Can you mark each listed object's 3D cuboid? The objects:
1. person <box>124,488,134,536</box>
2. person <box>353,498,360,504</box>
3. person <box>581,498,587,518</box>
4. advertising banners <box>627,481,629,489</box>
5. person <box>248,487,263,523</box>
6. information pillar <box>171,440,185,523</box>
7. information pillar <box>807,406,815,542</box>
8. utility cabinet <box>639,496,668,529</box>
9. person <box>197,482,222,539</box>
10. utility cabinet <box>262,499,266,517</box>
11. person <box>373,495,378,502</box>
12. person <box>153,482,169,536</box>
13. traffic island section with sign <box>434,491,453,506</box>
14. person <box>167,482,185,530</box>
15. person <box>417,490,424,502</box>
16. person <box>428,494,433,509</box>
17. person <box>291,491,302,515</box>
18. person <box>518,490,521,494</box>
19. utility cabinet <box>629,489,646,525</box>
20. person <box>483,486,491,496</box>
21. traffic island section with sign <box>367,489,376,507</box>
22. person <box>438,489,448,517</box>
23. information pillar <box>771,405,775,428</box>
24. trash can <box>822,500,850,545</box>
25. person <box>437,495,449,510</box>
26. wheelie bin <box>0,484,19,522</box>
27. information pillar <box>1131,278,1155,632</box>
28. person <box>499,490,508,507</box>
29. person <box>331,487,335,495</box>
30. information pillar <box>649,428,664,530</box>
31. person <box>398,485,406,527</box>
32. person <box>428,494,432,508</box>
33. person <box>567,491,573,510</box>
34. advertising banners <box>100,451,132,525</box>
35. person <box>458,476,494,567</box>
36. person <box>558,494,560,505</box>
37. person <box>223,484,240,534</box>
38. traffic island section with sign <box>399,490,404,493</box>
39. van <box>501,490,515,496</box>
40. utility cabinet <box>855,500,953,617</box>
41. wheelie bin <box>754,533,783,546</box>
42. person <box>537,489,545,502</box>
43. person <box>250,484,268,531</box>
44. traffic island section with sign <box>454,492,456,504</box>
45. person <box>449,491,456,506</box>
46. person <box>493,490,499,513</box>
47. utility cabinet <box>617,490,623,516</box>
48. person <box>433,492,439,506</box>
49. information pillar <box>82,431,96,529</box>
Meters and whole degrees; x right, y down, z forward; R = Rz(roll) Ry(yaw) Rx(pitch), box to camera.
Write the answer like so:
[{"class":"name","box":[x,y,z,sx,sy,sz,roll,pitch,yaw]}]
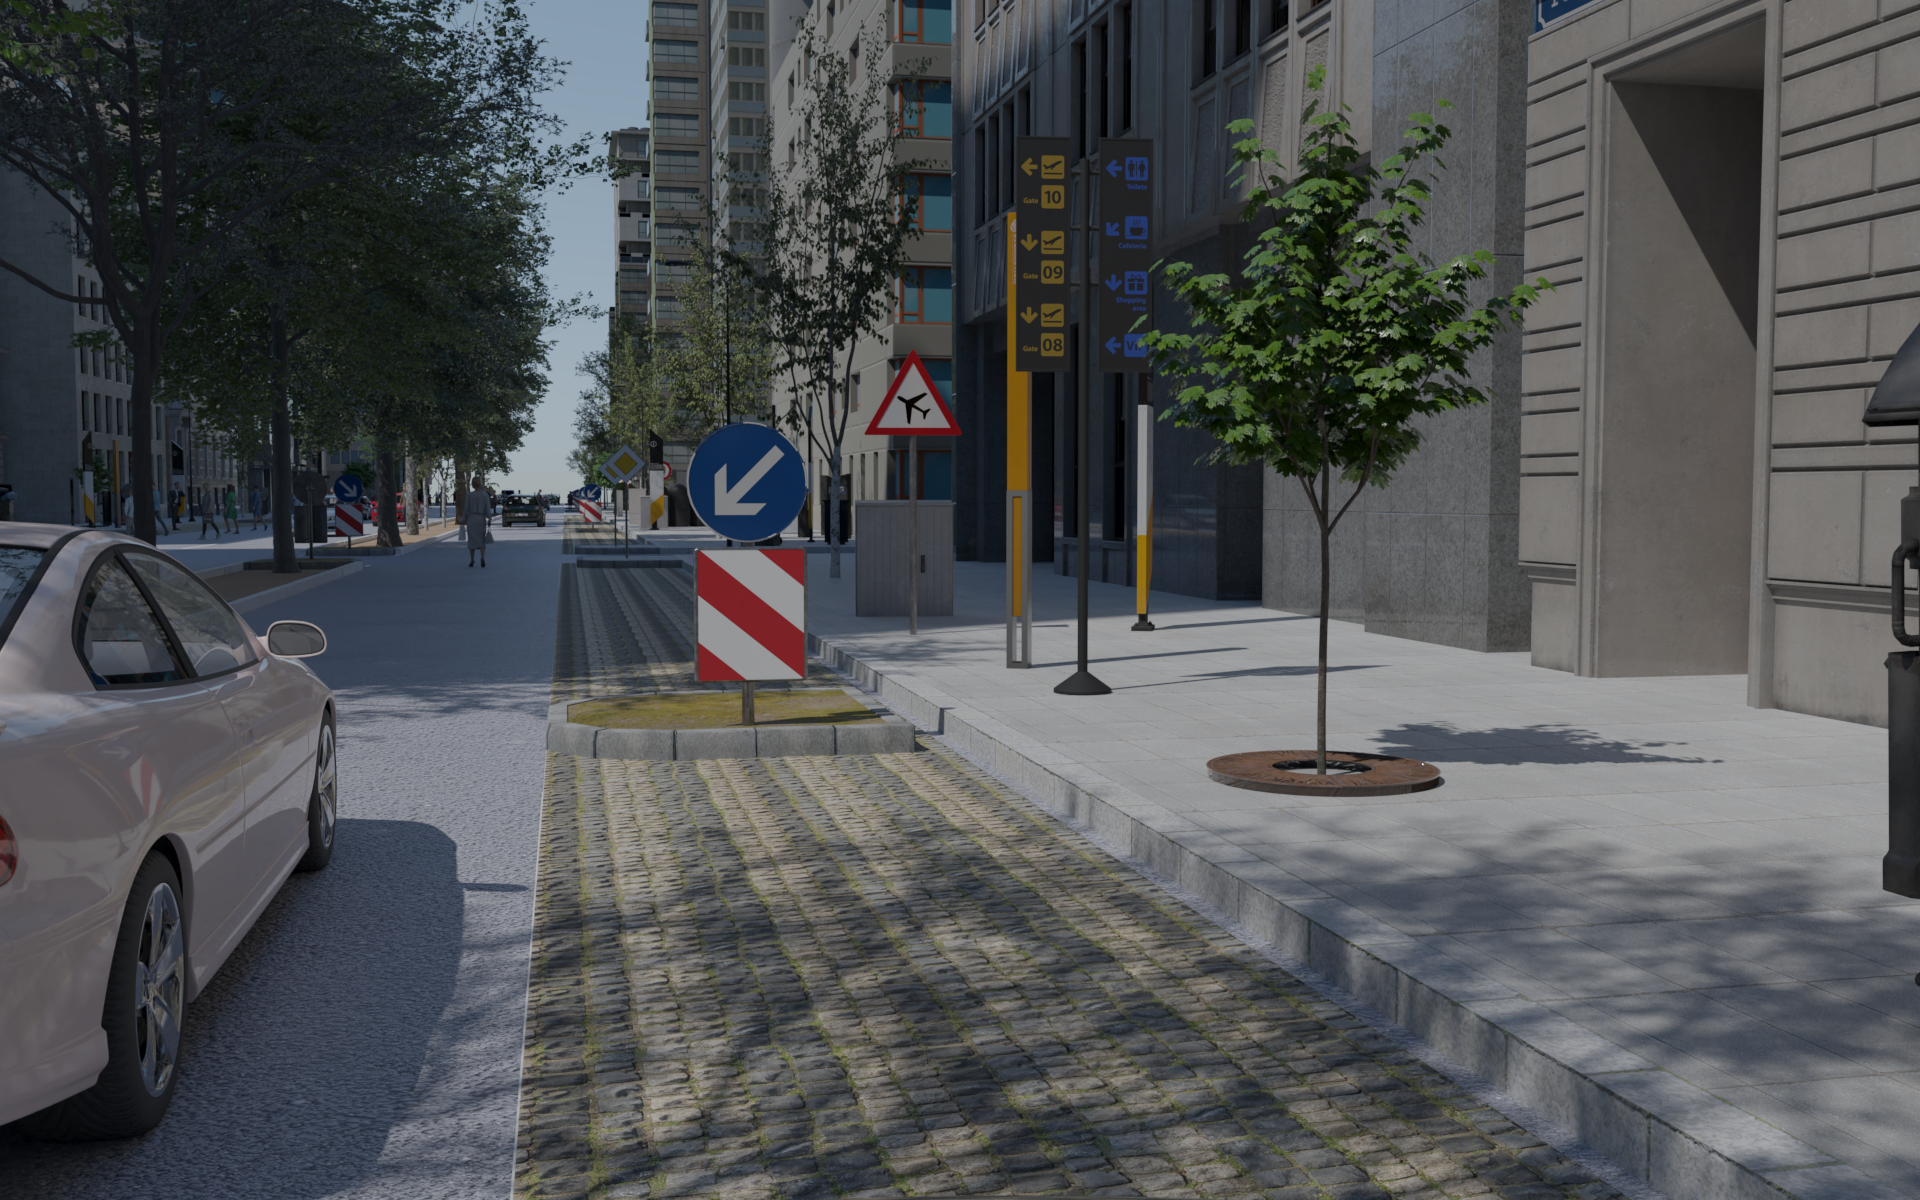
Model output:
[{"class":"person","box":[-23.425,-2.371,49.076,0.589,1.601,0.330,-3,5,-42]},{"class":"person","box":[-31.787,-5.042,91.107,0.590,1.801,0.661,-2,4,-29]},{"class":"person","box":[-22.230,-5.733,102.474,0.600,1.795,0.529,1,4,14]},{"class":"advertising banners","box":[-17.460,-5.862,92.027,0.090,3.025,2.074,-2,4,-24]},{"class":"person","box":[-34.640,-4.687,85.233,0.694,1.812,0.767,0,4,-4]},{"class":"information pillar","box":[-34.186,-5.160,75.724,0.504,3.616,0.183,0,4,-5]},{"class":"information pillar","box":[-3.963,-3.338,45.926,0.183,3.616,0.504,0,3,0]},{"class":"utility cabinet","box":[-11.352,-3.242,64.169,1.020,1.237,0.306,-1,4,-22]},{"class":"person","box":[-23.660,-2.808,54.596,0.728,1.800,0.709,-3,4,-39]},{"class":"utility cabinet","box":[-39.297,-5.421,97.314,0.318,1.500,1.173,-2,4,-35]},{"class":"person","box":[-47.983,-8.121,141.968,0.721,1.739,1.217,1,4,8]},{"class":"person","box":[-27.547,-3.118,59.339,0.748,1.841,0.638,0,4,7]},{"class":"traffic island section with sign","box":[-64.288,-12.641,215.311,1.989,1.847,2.006,-1,4,-13]},{"class":"person","box":[-30.885,-3.698,68.318,0.474,1.900,0.648,0,4,7]},{"class":"person","box":[-47.274,-8.738,151.396,1.348,1.821,0.705,1,4,14]},{"class":"person","box":[-52.460,-9.767,171.442,1.065,1.426,0.557,-3,4,-36]},{"class":"person","box":[-27.111,-3.797,70.673,0.616,1.811,0.778,-2,4,-28]},{"class":"person","box":[-29.718,-6.584,116.965,1.217,1.723,0.721,0,4,2]},{"class":"utility cabinet","box":[-13.139,-3.869,71.931,1.173,1.500,0.318,0,4,0]},{"class":"person","box":[-26.151,-5.357,95.451,0.474,1.900,0.648,1,4,15]},{"class":"traffic island section with sign","box":[-46.276,-7.804,136.226,1.989,1.847,2.006,-1,4,-13]},{"class":"person","box":[-32.863,-6.193,110.025,0.678,1.792,0.850,0,4,-2]},{"class":"information pillar","box":[-4.923,-3.325,45.724,0.183,3.616,0.504,-1,4,-11]},{"class":"trash can","box":[-3.135,-1.972,43.900,0.748,1.137,0.748,0,3,0]},{"class":"person","box":[-38.461,-7.316,128.944,1.217,1.723,0.721,2,4,29]},{"class":"wheelie bin","box":[-29.117,-2.735,52.620,0.980,1.594,0.693,-1,4,-17]},{"class":"information pillar","box":[1.747,-1.527,16.314,0.183,3.616,0.504,1,4,13]},{"class":"person","box":[-34.745,-7.528,132.368,0.721,1.735,1.217,3,4,37]},{"class":"person","box":[-26.078,-3.850,72.206,0.466,1.731,0.760,1,4,16]},{"class":"information pillar","box":[-10.811,-4.300,61.657,0.504,3.616,0.183,-1,4,-10]},{"class":"person","box":[-23.974,-4.072,74.984,0.656,1.842,0.836,-1,4,-23]},{"class":"person","box":[-56.050,-10.464,182.778,0.628,1.438,0.799,-1,4,-9]},{"class":"person","box":[-33.522,-8.532,148.909,0.541,1.710,0.530,-2,4,-34]},{"class":"advertising banners","box":[-34.334,-4.561,70.763,2.074,3.025,0.090,1,4,21]},{"class":"person","box":[-9.488,-1.532,33.906,0.694,1.780,0.624,-1,4,-11]},{"class":"person","box":[-53.858,-13.514,232.717,0.557,1.426,1.065,-1,4,-10]},{"class":"person","box":[-26.272,-3.282,62.410,0.529,1.795,0.600,0,4,-8]},{"class":"traffic island section with sign","box":[-52.264,-9.412,162.510,1.989,1.847,2.006,-1,4,-13]},{"class":"van","box":[-62.716,-14.435,240.399,2.240,2.365,5.245,-1,4,-11]},{"class":"utility cabinet","box":[-0.590,-0.433,18.235,1.020,1.237,0.306,0,4,-5]},{"class":"wheelie bin","box":[-4.807,-2.140,42.904,0.693,1.594,0.980,1,4,17]},{"class":"person","box":[-28.864,-6.752,119.351,0.568,1.767,0.683,-1,4,-12]},{"class":"person","box":[-27.496,-3.629,67.856,0.654,1.822,0.581,1,4,10]},{"class":"traffic island section with sign","box":[-70.299,-14.255,241.697,1.989,1.847,2.006,-1,4,-13]},{"class":"person","box":[-62.270,-12.533,213.371,1.348,1.831,0.705,-1,4,-23]},{"class":"person","box":[-34.217,-7.249,127.734,0.721,1.743,1.217,-2,4,-29]},{"class":"utility cabinet","box":[-19.314,-5.488,98.403,0.318,1.500,1.173,-1,4,-13]},{"class":"person","box":[-62.000,-11.998,205.391,1.217,1.736,0.721,1,4,17]},{"class":"information pillar","box":[-32.204,-4.442,63.989,0.183,3.616,0.504,0,4,7]}]
